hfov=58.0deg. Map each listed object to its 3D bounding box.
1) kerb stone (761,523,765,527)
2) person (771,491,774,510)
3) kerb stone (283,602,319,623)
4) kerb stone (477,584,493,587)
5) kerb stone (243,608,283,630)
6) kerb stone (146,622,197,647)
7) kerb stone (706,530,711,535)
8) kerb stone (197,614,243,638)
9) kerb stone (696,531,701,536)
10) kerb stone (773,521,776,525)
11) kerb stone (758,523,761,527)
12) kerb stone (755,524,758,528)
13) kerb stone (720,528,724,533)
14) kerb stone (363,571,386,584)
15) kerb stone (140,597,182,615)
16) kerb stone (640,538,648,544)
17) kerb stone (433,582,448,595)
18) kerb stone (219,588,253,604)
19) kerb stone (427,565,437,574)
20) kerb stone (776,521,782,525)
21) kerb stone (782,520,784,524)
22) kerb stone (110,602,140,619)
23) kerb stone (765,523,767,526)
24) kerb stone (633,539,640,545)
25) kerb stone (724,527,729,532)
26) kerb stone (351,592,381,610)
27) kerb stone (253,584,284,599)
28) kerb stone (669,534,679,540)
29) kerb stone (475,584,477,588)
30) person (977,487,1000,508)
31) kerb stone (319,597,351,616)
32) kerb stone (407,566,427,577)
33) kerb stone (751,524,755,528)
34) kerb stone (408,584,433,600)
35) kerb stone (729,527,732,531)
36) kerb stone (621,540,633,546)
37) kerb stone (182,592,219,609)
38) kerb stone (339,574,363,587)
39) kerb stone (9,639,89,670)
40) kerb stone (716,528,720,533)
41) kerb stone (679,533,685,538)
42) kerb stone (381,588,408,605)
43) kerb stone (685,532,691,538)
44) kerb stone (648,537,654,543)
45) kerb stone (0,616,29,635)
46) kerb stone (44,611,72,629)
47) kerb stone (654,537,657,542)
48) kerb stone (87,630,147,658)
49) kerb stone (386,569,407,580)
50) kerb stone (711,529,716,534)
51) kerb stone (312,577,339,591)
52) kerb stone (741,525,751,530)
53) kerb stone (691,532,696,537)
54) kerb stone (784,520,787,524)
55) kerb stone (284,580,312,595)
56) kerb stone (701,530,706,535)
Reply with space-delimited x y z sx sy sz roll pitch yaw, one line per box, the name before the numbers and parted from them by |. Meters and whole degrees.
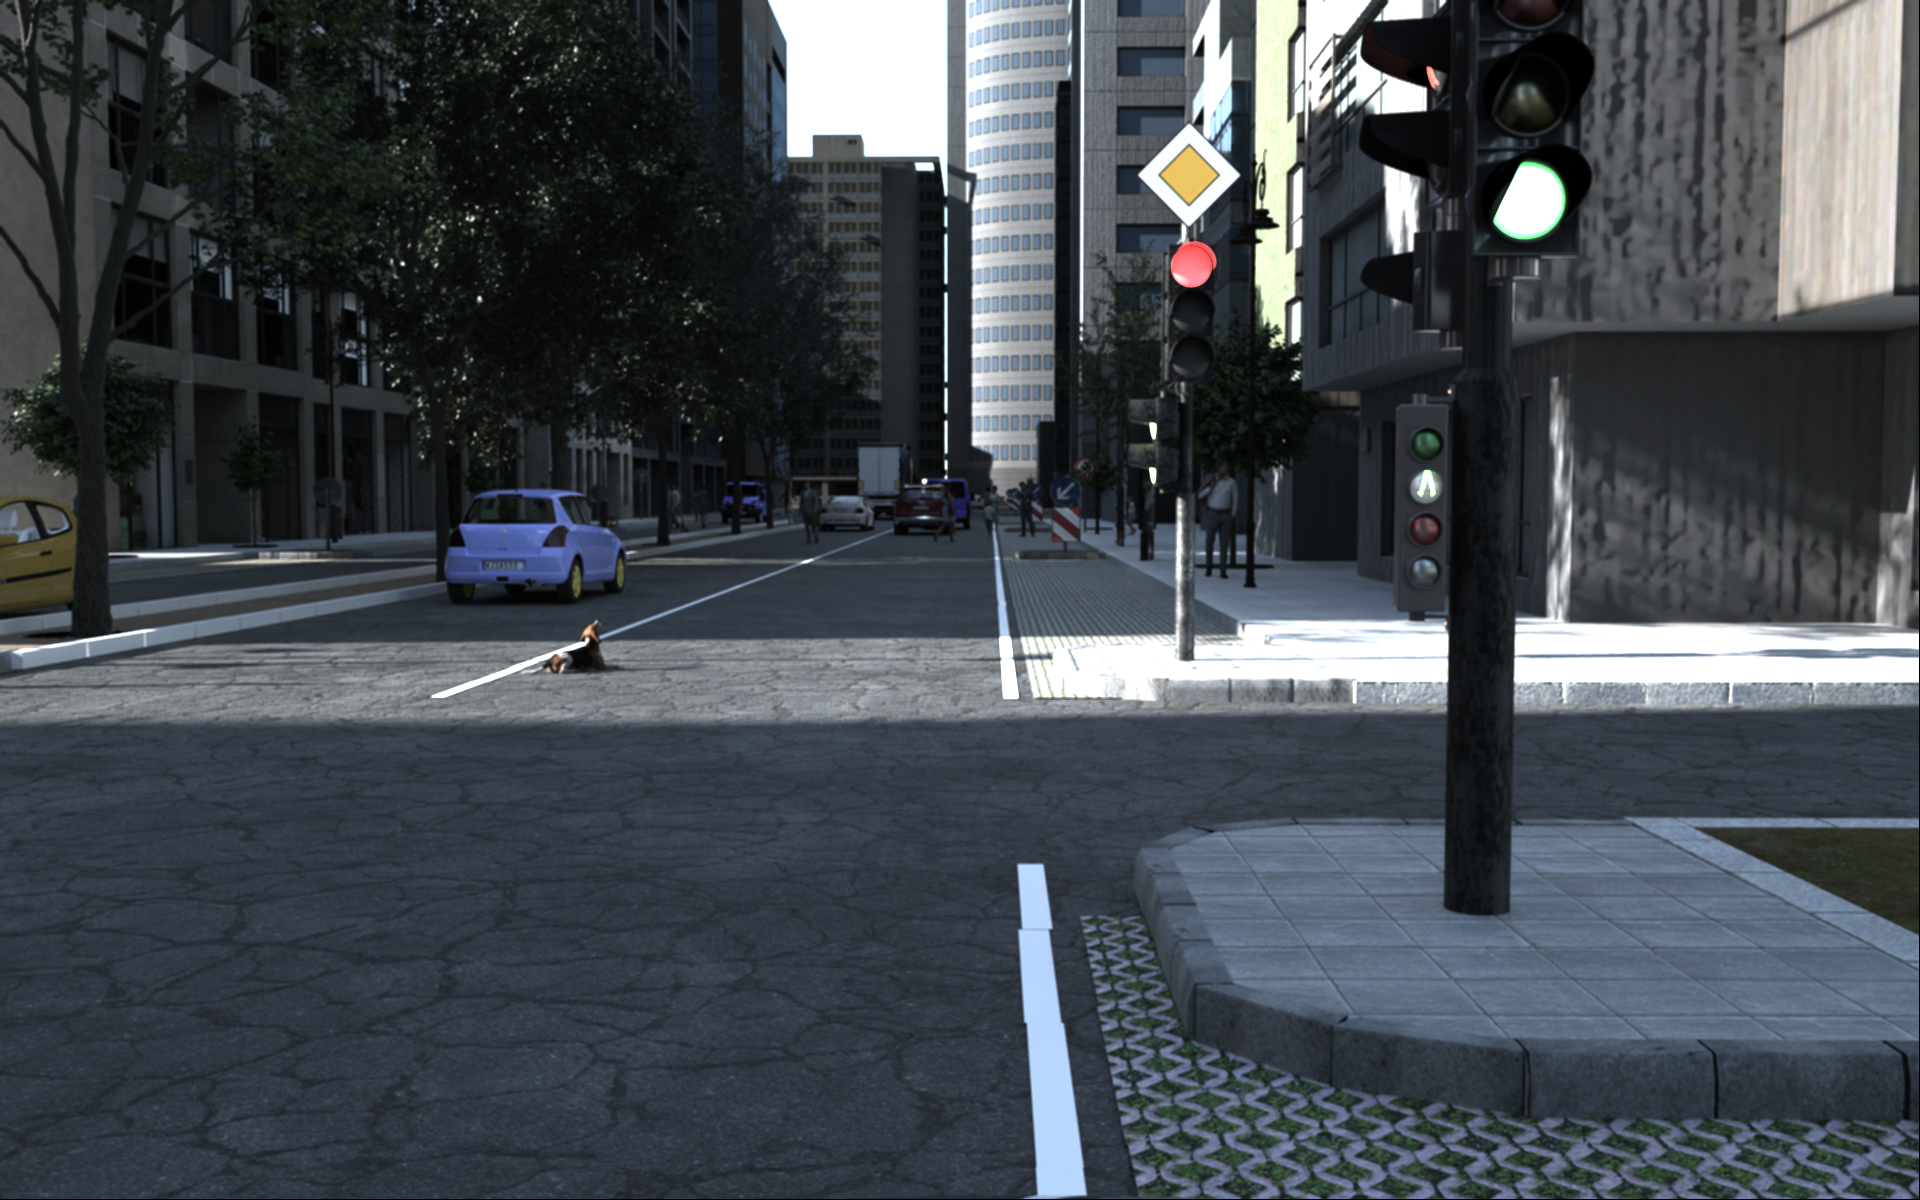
kerb stone | -8.713 -3.237 75.120 0.120 0.150 1.000 0 4 1
person | -14.898 -7.936 136.253 0.683 1.767 0.568 1 4 15
kerb stone | -7.581 0.152 19.711 0.120 0.150 1.000 0 4 1
kerb stone | -7.459 -0.286 26.879 0.120 0.150 1.000 0 4 1
kerb stone | -7.598 0.217 18.689 0.120 0.150 1.000 0 4 1
kerb stone | -7.639 0.340 16.637 0.120 0.150 1.000 0 4 1
kerb stone | -8.967 -2.359 60.770 0.120 0.150 1.000 0 4 1
kerb stone | -7.617 0.277 17.659 0.120 0.150 1.000 0 4 1
kerb stone | -9.004 -2.228 58.702 0.120 0.150 1.000 0 4 1
kerb stone | -8.645 -3.487 79.212 0.120 0.150 1.000 0 4 1
kerb stone | -8.728 -3.174 74.097 0.120 0.150 1.000 0 4 1
kerb stone | -8.754 -3.112 73.072 0.120 0.150 1.000 0 4 1
kerb stone | -8.918 -2.545 63.842 0.120 0.150 1.000 0 4 1
kerb stone | -9.541 -0.352 27.944 0.120 0.150 1.000 0 4 1
kerb stone | -9.663 0.087 20.781 0.120 0.150 1.000 0 4 1
kerb stone | -9.159 -1.667 49.480 0.120 0.150 1.000 0 4 1
kerb stone | -7.492 -0.161 24.835 0.120 0.150 1.000 0 4 1
kerb stone | -9.629 -0.039 22.828 0.120 0.150 1.000 0 4 1
kerb stone | -9.490 -0.536 31.011 0.120 0.150 1.000 0 4 1
kerb stone | -8.608 -3.610 81.258 0.120 0.150 1.000 0 4 1
kerb stone | -8.589 -3.675 82.281 0.120 0.150 1.000 0 4 1
kerb stone | -9.686 0.150 19.749 0.120 0.150 1.000 0 4 1
kerb stone | -8.698 -3.298 76.142 0.120 0.150 1.000 0 4 1
kerb stone | -9.181 -1.606 48.453 0.120 0.150 1.000 0 4 1
kerb stone | -8.895 -2.610 64.864 0.120 0.150 1.000 0 4 1
kerb stone | -7.542 0.027 21.757 0.120 0.150 1.000 0 4 1
kerb stone | -9.613 -0.099 23.850 0.120 0.150 1.000 0 4 1
kerb stone | -9.079 -1.981 54.592 0.120 0.150 1.000 0 4 1
kerb stone | -7.466 -0.220 25.857 0.120 0.150 1.000 0 4 1
person | 1.605 -5.519 98.742 1.348 1.824 0.705 1 4 10
kerb stone | -7.562 0.089 20.733 0.120 0.150 1.000 0 4 1
kerb stone | -9.499 -0.472 29.989 0.120 0.150 1.000 0 4 1
kerb stone | -8.768 -3.048 72.050 0.120 0.150 1.000 0 4 1
kerb stone | -7.507 -0.095 23.811 0.120 0.150 1.000 0 4 1
kerb stone | -8.875 -2.673 65.891 0.120 0.150 1.000 0 4 1
kerb stone | -9.194 -1.542 47.424 0.120 0.150 1.000 0 4 1
kerb stone | -9.652 0.024 21.806 0.120 0.150 1.000 0 4 1
kerb stone | -9.554 -0.289 26.922 0.120 0.150 1.000 0 4 1
kerb stone | -7.676 0.467 14.588 0.120 0.150 1.000 0 4 1
kerb stone | -8.921 -2.485 62.820 0.120 0.150 1.000 0 4 1
kerb stone | -9.051 -2.039 55.623 0.120 0.150 1.000 0 4 1
kerb stone | -7.526 -0.034 22.786 0.120 0.150 1.000 0 4 1
kerb stone | -9.038 -2.107 56.648 0.120 0.150 1.000 0 4 1
kerb stone | -9.142 -1.731 50.502 0.120 0.150 1.000 0 4 1
kerb stone | -9.719 0.275 17.703 0.120 0.150 1.000 0 4 1
kerb stone | -9.705 0.214 18.727 0.120 0.150 1.000 0 4 1
kerb stone | -9.125 -1.793 51.524 0.120 0.150 1.000 0 4 1
kerb stone | -7.654 0.403 15.610 0.120 0.150 1.000 0 4 1
kerb stone | -9.524 -0.414 28.966 0.120 0.150 1.000 0 4 1
kerb stone | -8.944 -2.422 61.796 0.120 0.150 1.000 0 4 1
kerb stone | -9.574 -0.226 25.894 0.120 0.150 1.000 0 4 1
kerb stone | -8.789 -2.984 71.027 0.120 0.150 1.000 0 4 1
kerb stone | -9.017 -2.170 57.671 0.120 0.150 1.000 0 4 1
kerb stone | -8.575 -3.737 83.303 0.120 0.150 1.000 0 4 1
kerb stone | -9.593 -0.164 24.872 0.120 0.150 1.000 0 4 1
kerb stone | -8.987 -2.293 59.740 0.120 0.150 1.000 0 4 1
